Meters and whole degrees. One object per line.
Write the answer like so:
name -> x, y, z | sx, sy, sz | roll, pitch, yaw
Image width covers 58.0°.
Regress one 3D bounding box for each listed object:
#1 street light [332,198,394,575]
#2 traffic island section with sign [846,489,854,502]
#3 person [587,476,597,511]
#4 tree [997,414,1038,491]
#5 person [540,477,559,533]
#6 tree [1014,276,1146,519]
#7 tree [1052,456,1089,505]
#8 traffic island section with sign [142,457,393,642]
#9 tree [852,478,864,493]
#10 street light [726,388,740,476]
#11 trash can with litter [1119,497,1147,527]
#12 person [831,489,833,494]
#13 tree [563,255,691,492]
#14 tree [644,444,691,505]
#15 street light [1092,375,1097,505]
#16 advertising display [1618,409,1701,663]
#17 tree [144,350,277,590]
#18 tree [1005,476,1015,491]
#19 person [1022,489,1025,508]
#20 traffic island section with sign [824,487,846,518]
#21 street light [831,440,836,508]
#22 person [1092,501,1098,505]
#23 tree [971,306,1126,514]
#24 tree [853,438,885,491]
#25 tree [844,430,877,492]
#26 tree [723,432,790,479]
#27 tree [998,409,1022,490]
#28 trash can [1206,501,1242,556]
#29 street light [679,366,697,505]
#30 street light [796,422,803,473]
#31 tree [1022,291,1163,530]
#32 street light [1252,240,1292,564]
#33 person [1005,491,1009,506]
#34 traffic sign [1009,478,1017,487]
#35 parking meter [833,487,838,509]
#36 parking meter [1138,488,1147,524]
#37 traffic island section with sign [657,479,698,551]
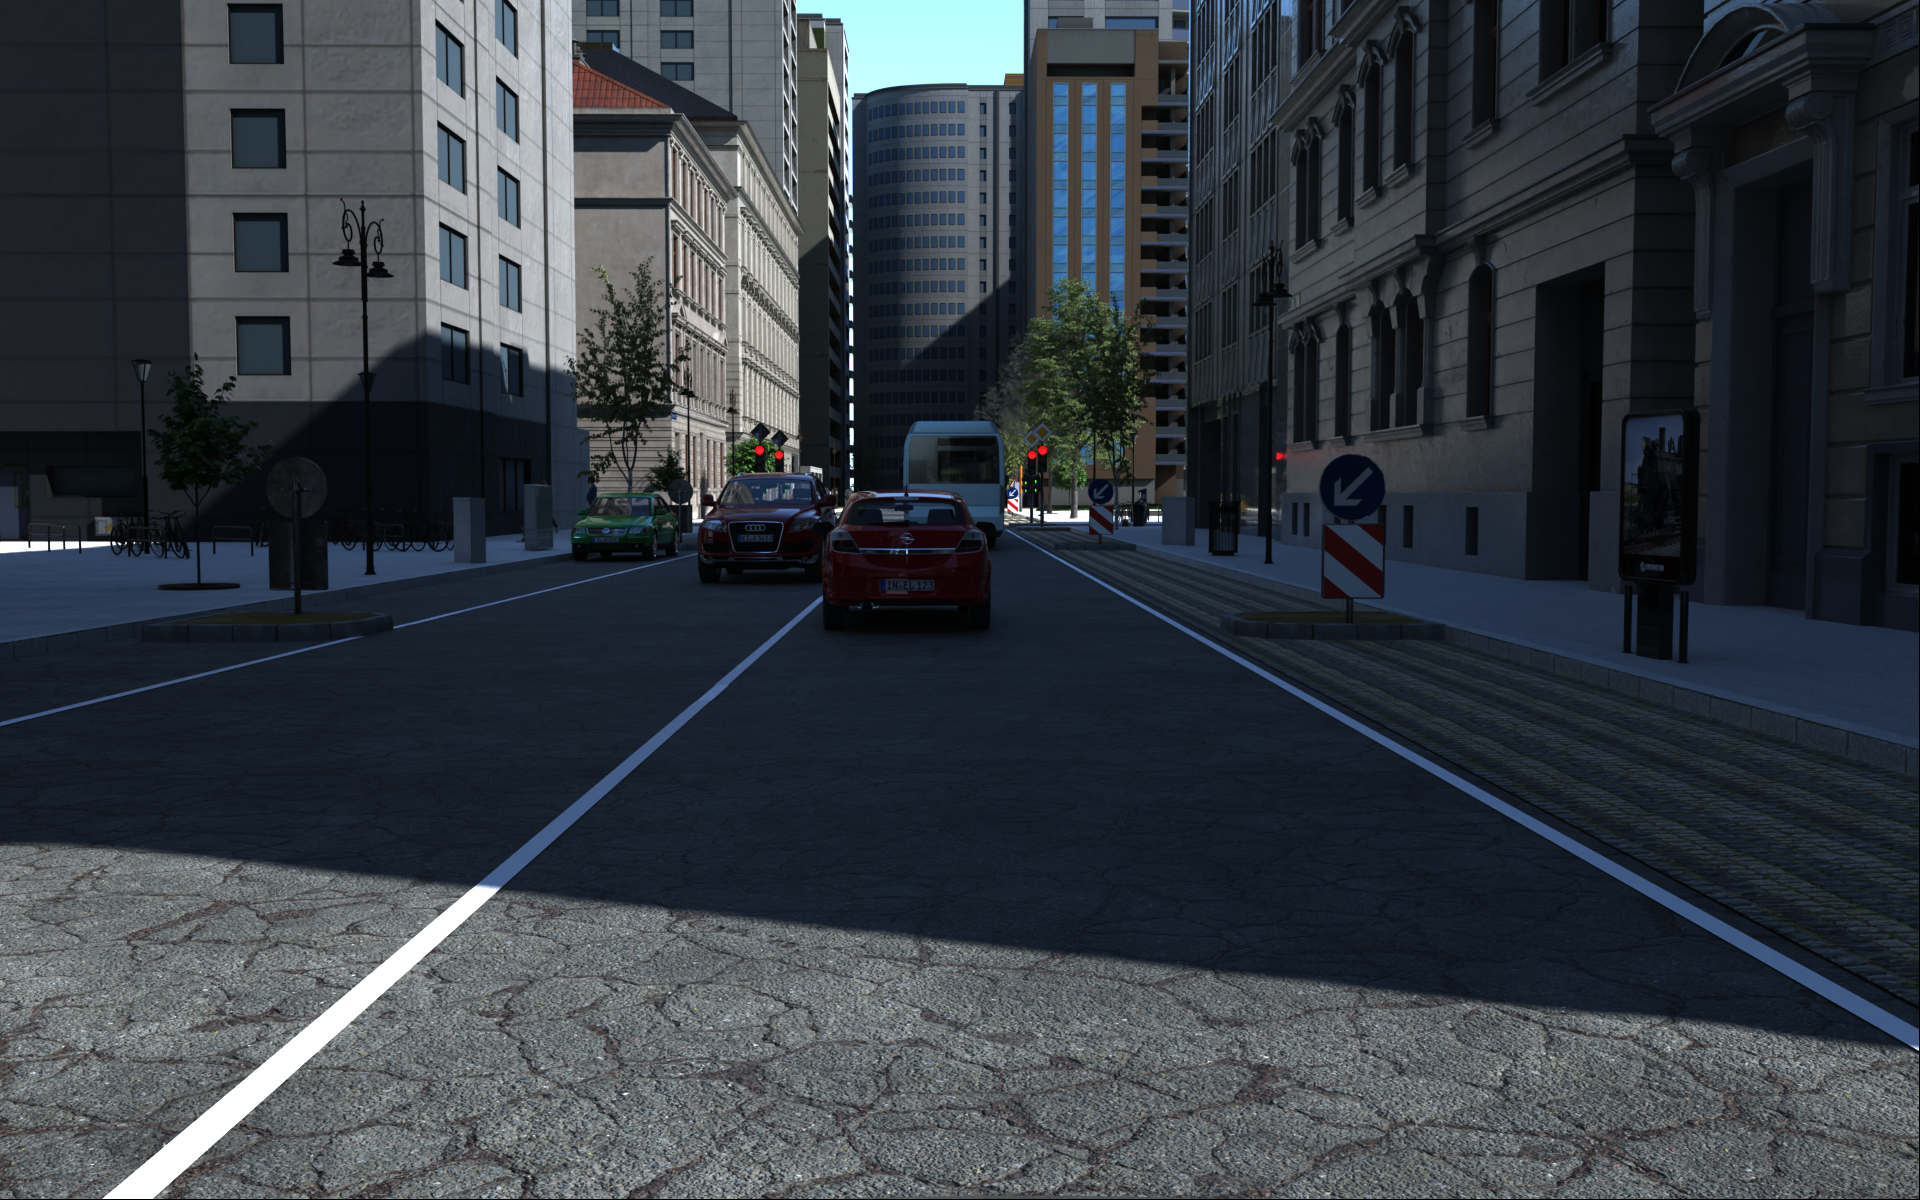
street light -> -9.402, -3.342, 27.436 | 0.468, 5.910, 1.993 | 0, 4, -1
traffic island section with sign -> -8.086, -7.266, 127.419 | 1.989, 1.847, 2.006 | 0, 4, -1
person -> -10.973, -2.808, 51.973 | 0.654, 1.822, 0.581 | 0, 4, -2
tree -> 5.156, -12.568, 155.848 | 4.360, 8.622, 3.978 | 0, 3, 0
person -> -13.423, -3.085, 56.328 | 0.661, 1.843, 0.795 | 2, 4, 30
tree -> 6.273, -10.566, 90.874 | 7.486, 12.596, 7.792 | 0, 3, 0
tree -> 9.228, -9.922, 145.938 | 4.285, 4.588, 4.351 | 0, 3, 0
traffic island section with sign -> -6.970, -0.559, 17.764 | 1.989, 1.847, 2.006 | 0, 4, -1
tree -> -11.966, -12.864, 204.920 | 1.663, 3.219, 1.824 | 0, 3, 0
street light -> -9.920, -6.299, 75.784 | 0.468, 5.910, 1.993 | 0, 4, -1
trash can with litter -> 6.806, -3.477, 68.231 | 1.055, 1.170, 0.624 | 0, 4, 2
person -> -11.473, -9.231, 157.424 | 0.568, 1.767, 0.683 | 3, 5, 42
tree -> -10.357, -6.339, 54.000 | 4.737, 8.622, 4.395 | 0, 3, 0
tree -> -11.080, -4.384, 66.276 | 1.663, 3.219, 1.824 | 0, 3, 0
street light -> 5.231, -5.784, 67.359 | 0.468, 5.910, 1.993 | 0, 4, -1
advertising display -> 5.442, -0.508, 13.522 | 0.123, 1.923, 0.974 | 0, 4, -7
tree -> -10.312, -1.757, 23.324 | 1.663, 3.219, 1.824 | 0, 3, 0
tree -> 5.130, -10.437, 165.239 | 1.663, 3.219, 1.824 | 0, 3, 0
person -> 5.695, -9.478, 160.868 | 0.599, 1.838, 0.709 | 2, 4, 33
traffic island section with sign -> -7.811, -5.617, 100.465 | 1.989, 1.847, 2.006 | 0, 4, -1
street light -> -10.560, -10.567, 145.552 | 0.468, 5.910, 1.993 | 0, 4, -1
person -> 9.882, -7.378, 126.473 | 0.655, 1.846, 0.447 | 0, 4, 2
tree -> 5.970, -12.357, 112.398 | 12.009, 13.543, 11.850 | 0, 3, 0
tree -> -11.935, -16.881, 226.360 | 4.737, 8.622, 4.395 | 0, 3, 0
tree -> -11.699, -15.233, 199.413 | 4.360, 8.622, 3.978 | 0, 3, 0
tree -> -10.350, -6.372, 87.896 | 4.285, 4.588, 4.351 | 0, 3, 0
tree -> 4.311, -11.635, 140.590 | 4.737, 8.622, 4.395 | 0, 3, 0
trash can -> 5.498, -1.498, 36.144 | 0.748, 1.137, 0.748 | 0, 3, 0
street light -> -9.783, -5.484, 62.457 | 0.468, 5.910, 1.993 | 0, 4, -1
street light -> -10.228, -8.427, 110.576 | 0.468, 5.910, 1.993 | 0, 4, -1
tree -> 5.442, -6.833, 62.086 | 4.737, 8.622, 4.395 | 0, 3, 0
street light -> 5.683, -3.604, 31.720 | 0.468, 5.910, 1.993 | 0, 4, -1
person -> 4.808, -10.957, 185.750 | 0.990, 1.755, 0.434 | -1, 4, -23
traffic sign -> 4.334, -8.427, 137.784 | 0.884, 2.594, 0.081 | 0, 4, 4
parking meter -> -10.703, -8.754, 148.841 | 0.255, 1.863, 0.399 | -3, 4, -37
parking meter -> 7.889, -4.068, 74.919 | 0.372, 1.533, 0.369 | 0, 3, 0
traffic island section with sign -> -7.240, -2.215, 44.845 | 1.989, 1.847, 2.006 | 0, 4, -1
